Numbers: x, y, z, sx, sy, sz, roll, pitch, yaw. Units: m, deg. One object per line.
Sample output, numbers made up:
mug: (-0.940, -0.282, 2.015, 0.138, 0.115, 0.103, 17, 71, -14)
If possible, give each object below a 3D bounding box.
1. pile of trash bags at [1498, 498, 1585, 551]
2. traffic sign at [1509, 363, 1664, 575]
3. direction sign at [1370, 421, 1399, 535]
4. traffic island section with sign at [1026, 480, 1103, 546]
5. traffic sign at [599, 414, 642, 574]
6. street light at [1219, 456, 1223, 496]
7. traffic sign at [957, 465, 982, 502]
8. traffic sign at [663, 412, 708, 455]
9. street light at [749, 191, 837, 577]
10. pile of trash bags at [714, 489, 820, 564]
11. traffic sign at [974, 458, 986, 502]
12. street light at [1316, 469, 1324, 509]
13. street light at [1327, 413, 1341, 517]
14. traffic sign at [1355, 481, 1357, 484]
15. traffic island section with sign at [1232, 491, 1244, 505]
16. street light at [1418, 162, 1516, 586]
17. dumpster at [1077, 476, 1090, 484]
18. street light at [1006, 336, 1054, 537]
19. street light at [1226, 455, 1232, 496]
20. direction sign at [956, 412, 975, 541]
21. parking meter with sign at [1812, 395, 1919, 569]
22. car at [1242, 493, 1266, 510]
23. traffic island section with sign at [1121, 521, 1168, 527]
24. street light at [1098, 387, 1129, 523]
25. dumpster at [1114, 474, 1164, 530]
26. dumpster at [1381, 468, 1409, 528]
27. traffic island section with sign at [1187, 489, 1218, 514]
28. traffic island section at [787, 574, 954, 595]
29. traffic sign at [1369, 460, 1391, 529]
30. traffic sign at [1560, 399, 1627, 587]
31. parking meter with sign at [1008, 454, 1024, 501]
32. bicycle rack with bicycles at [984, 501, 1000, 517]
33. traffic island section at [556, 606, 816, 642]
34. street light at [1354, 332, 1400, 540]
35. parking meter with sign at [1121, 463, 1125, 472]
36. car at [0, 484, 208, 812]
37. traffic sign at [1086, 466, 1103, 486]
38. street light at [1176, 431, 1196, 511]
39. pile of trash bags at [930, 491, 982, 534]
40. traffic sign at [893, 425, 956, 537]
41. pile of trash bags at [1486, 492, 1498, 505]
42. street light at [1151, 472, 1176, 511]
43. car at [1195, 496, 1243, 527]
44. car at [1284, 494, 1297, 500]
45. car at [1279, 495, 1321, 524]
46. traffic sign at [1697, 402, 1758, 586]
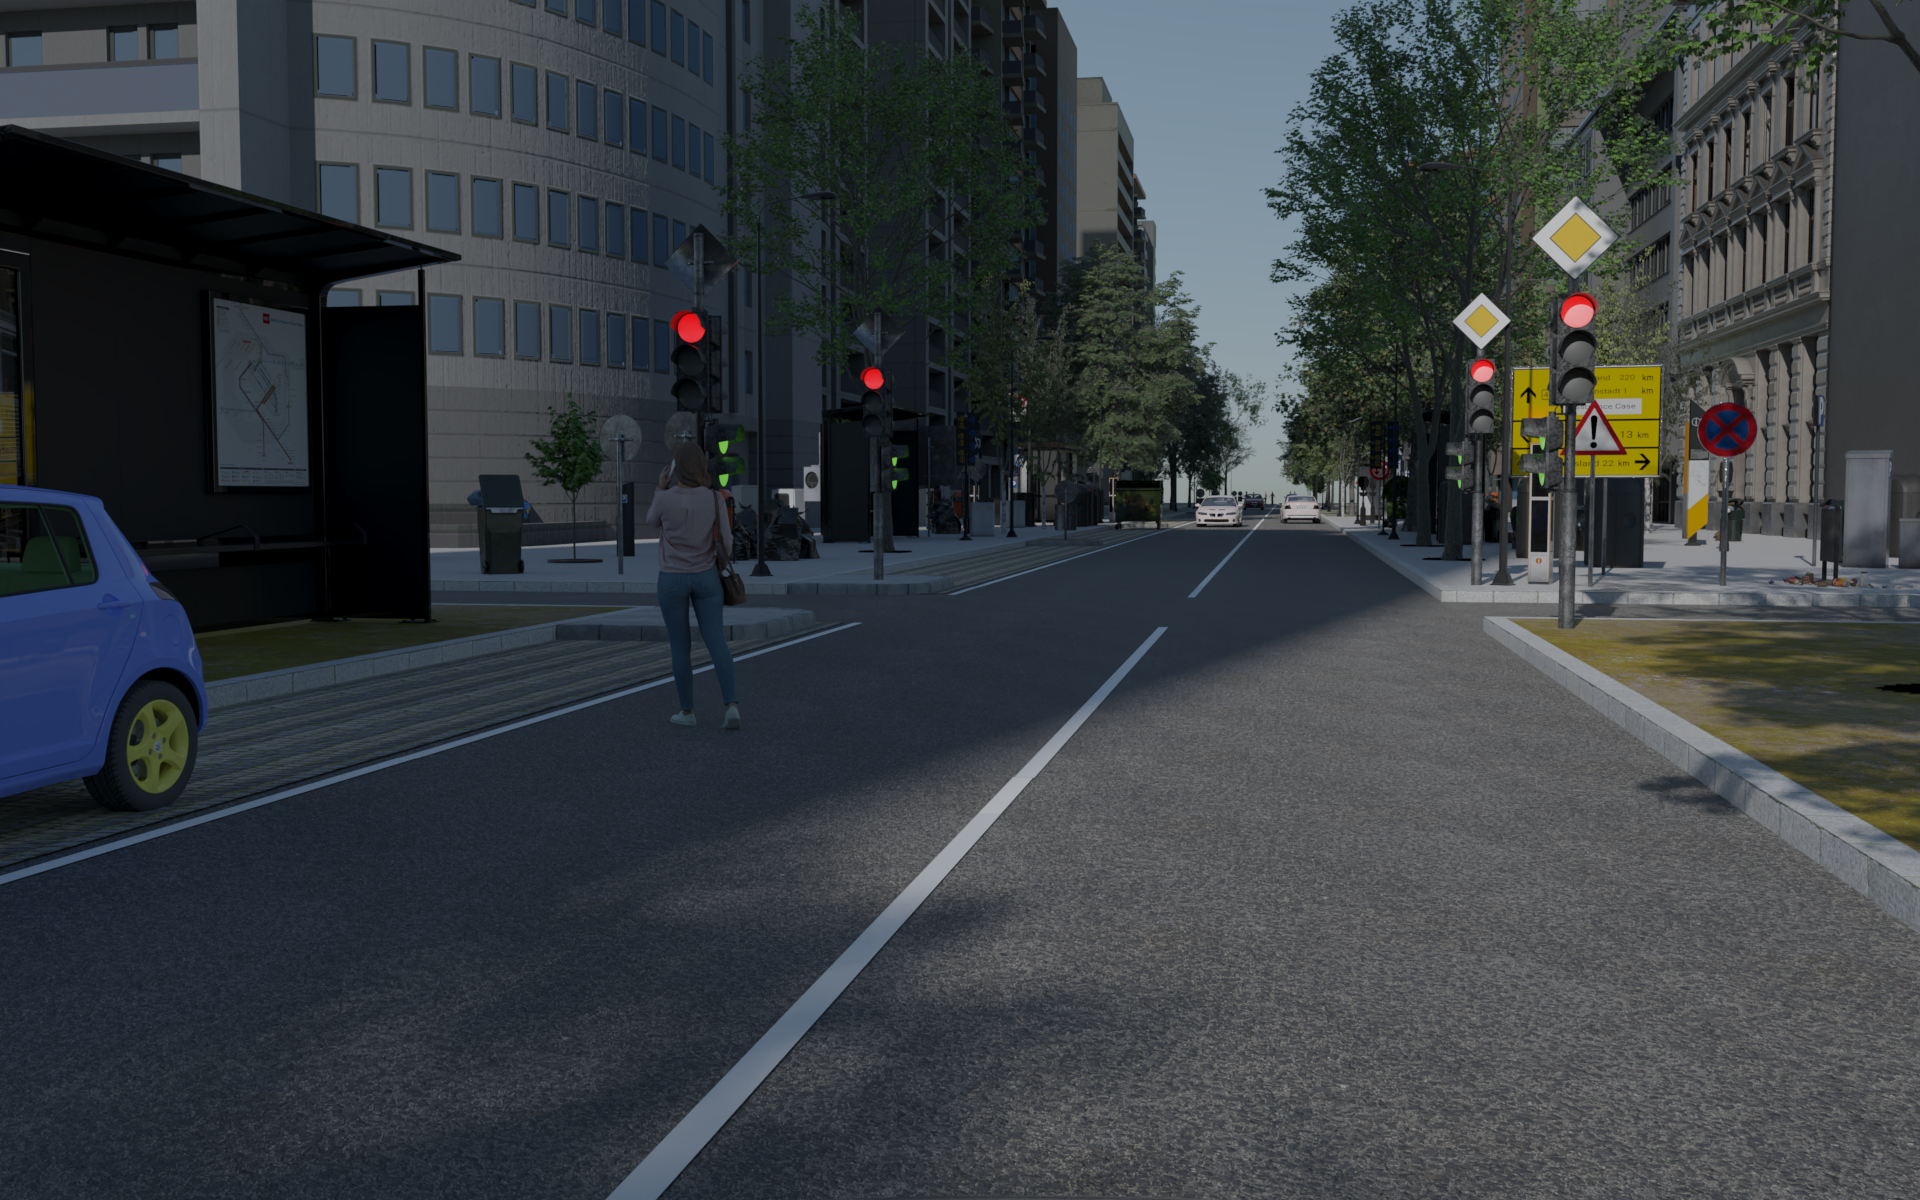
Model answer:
pile of trash bags: (13.788, -1.868, 40.298, 1.912, 1.369, 3.447, 1, 4, 10)
traffic sign: (9.880, -2.051, 27.413, 2.265, 3.308, 0.079, 1, 4, 18)
direction sign: (13.207, -3.789, 53.943, 0.876, 3.537, 0.379, 1, 4, 8)
traffic island section with sign: (2.952, -2.420, 48.197, 1.989, 1.847, 2.006, 1, 4, 11)
traffic sign: (-5.431, -1.685, 27.656, 0.768, 2.556, 0.104, 1, 4, 18)
street light: (26.969, -12.892, 183.331, 1.470, 5.913, 1.316, 1, 4, 11)
traffic sign: (0.319, -3.666, 59.941, 0.884, 2.594, 0.081, 1, 4, 13)
traffic sign: (-4.108, -1.587, 26.047, 0.768, 2.556, 0.104, 1, 4, 13)
street light: (-2.578, -3.319, 26.802, 1.470, 5.913, 1.316, 1, 4, 11)
pile of trash bags: (-4.024, -1.442, 33.325, 1.912, 1.369, 3.447, 1, 4, 15)
traffic sign: (0.542, -3.713, 60.816, 0.768, 2.556, 0.104, 1, 4, 18)
street light: (21.501, -7.827, 100.506, 1.470, 5.913, 1.316, 1, 4, 11)
street light: (16.372, -6.178, 73.557, 1.470, 5.913, 1.316, 1, 4, 11)
traffic sign: (21.426, -5.626, 91.992, 0.884, 2.594, 0.081, 1, 4, 17)
traffic island section with sign: (37.611, -13.660, 231.961, 1.989, 1.847, 2.006, 1, 4, 11)
street light: (7.114, -3.167, 24.319, 1.470, 5.913, 1.316, 1, 4, 11)
dumpster: (6.564, -5.635, 94.619, 1.502, 2.255, 1.985, 1, 4, 11)
street light: (2.065, -4.805, 51.102, 1.470, 5.913, 1.316, 1, 4, 11)
street light: (31.647, -14.369, 207.475, 1.470, 5.913, 1.316, 1, 4, 11)
direction sign: (0.162, -3.419, 47.898, 0.379, 3.537, 0.876, 2, 4, 35)
parking meter with sign: (15.790, -2.069, 30.087, 1.738, 3.016, 0.543, 2, 4, 35)
car: (26.537, -9.014, 156.412, 2.155, 1.783, 4.494, 1, 4, 9)
traffic island section with sign: (8.005, -4.061, 75.017, 1.989, 1.847, 2.006, 1, 4, 11)
street light: (6.664, -6.294, 75.447, 1.470, 5.913, 1.316, 1, 4, 11)
dumpster: (7.204, -3.960, 69.694, 1.985, 2.255, 1.502, 1, 4, 11)
dumpster: (16.692, -3.859, 65.595, 1.502, 2.255, 1.985, 1, 4, 10)
traffic island section with sign: (17.312, -7.078, 124.351, 1.989, 1.847, 2.006, 1, 4, 11)
traffic island section: (-1.242, -0.229, 26.018, 2.009, 0.180, 2.903, 1, 4, 11)
traffic sign: (15.554, -3.919, 64.190, 0.768, 2.556, 0.104, 1, 4, 18)
traffic sign: (8.716, -1.460, 23.880, 0.884, 2.594, 0.081, 1, 4, 11)
parking meter with sign: (2.335, -4.800, 74.745, 0.543, 3.016, 1.738, 1, 4, 15)
bicycle rack with bicycles: (2.117, -4.796, 91.789, 2.852, 0.926, 2.925, -1, 4, -20)
traffic island section: (-2.723, 0.251, 18.170, 2.009, 0.180, 2.903, 1, 4, 11)
street light: (11.714, -4.665, 48.818, 1.470, 5.913, 1.316, 1, 4, 11)
parking meter with sign: (9.075, -6.126, 96.424, 0.543, 3.016, 1.738, 1, 4, 18)
car: (-4.678, 0.176, 6.710, 1.945, 1.707, 3.694, 1, 4, 11)
traffic sign: (6.000, -4.727, 77.397, 0.768, 2.556, 0.104, 1, 4, 17)
street light: (16.473, -9.481, 127.560, 1.470, 5.913, 1.316, 1, 4, 11)
pile of trash bags: (-0.024, -2.888, 56.967, 1.912, 1.369, 3.447, 0, 4, -2)
traffic sign: (-1.246, -3.531, 51.597, 2.265, 3.308, 0.079, 1, 4, 11)
pile of trash bags: (29.486, -4.984, 91.240, 3.447, 1.369, 1.912, 1, 4, 9)
street light: (11.920, -7.979, 102.998, 1.470, 5.913, 1.316, 1, 4, 11)
car: (11.442, -3.909, 76.280, 2.083, 1.381, 4.827, 1, 4, 12)
car: (43.719, -13.405, 228.216, 2.155, 1.783, 4.494, 1, 4, 11)
car: (16.674, -4.434, 84.858, 2.083, 1.381, 4.827, 1, 4, 9)
traffic sign: (10.653, -1.468, 24.108, 0.768, 2.556, 0.104, 1, 4, 20)
